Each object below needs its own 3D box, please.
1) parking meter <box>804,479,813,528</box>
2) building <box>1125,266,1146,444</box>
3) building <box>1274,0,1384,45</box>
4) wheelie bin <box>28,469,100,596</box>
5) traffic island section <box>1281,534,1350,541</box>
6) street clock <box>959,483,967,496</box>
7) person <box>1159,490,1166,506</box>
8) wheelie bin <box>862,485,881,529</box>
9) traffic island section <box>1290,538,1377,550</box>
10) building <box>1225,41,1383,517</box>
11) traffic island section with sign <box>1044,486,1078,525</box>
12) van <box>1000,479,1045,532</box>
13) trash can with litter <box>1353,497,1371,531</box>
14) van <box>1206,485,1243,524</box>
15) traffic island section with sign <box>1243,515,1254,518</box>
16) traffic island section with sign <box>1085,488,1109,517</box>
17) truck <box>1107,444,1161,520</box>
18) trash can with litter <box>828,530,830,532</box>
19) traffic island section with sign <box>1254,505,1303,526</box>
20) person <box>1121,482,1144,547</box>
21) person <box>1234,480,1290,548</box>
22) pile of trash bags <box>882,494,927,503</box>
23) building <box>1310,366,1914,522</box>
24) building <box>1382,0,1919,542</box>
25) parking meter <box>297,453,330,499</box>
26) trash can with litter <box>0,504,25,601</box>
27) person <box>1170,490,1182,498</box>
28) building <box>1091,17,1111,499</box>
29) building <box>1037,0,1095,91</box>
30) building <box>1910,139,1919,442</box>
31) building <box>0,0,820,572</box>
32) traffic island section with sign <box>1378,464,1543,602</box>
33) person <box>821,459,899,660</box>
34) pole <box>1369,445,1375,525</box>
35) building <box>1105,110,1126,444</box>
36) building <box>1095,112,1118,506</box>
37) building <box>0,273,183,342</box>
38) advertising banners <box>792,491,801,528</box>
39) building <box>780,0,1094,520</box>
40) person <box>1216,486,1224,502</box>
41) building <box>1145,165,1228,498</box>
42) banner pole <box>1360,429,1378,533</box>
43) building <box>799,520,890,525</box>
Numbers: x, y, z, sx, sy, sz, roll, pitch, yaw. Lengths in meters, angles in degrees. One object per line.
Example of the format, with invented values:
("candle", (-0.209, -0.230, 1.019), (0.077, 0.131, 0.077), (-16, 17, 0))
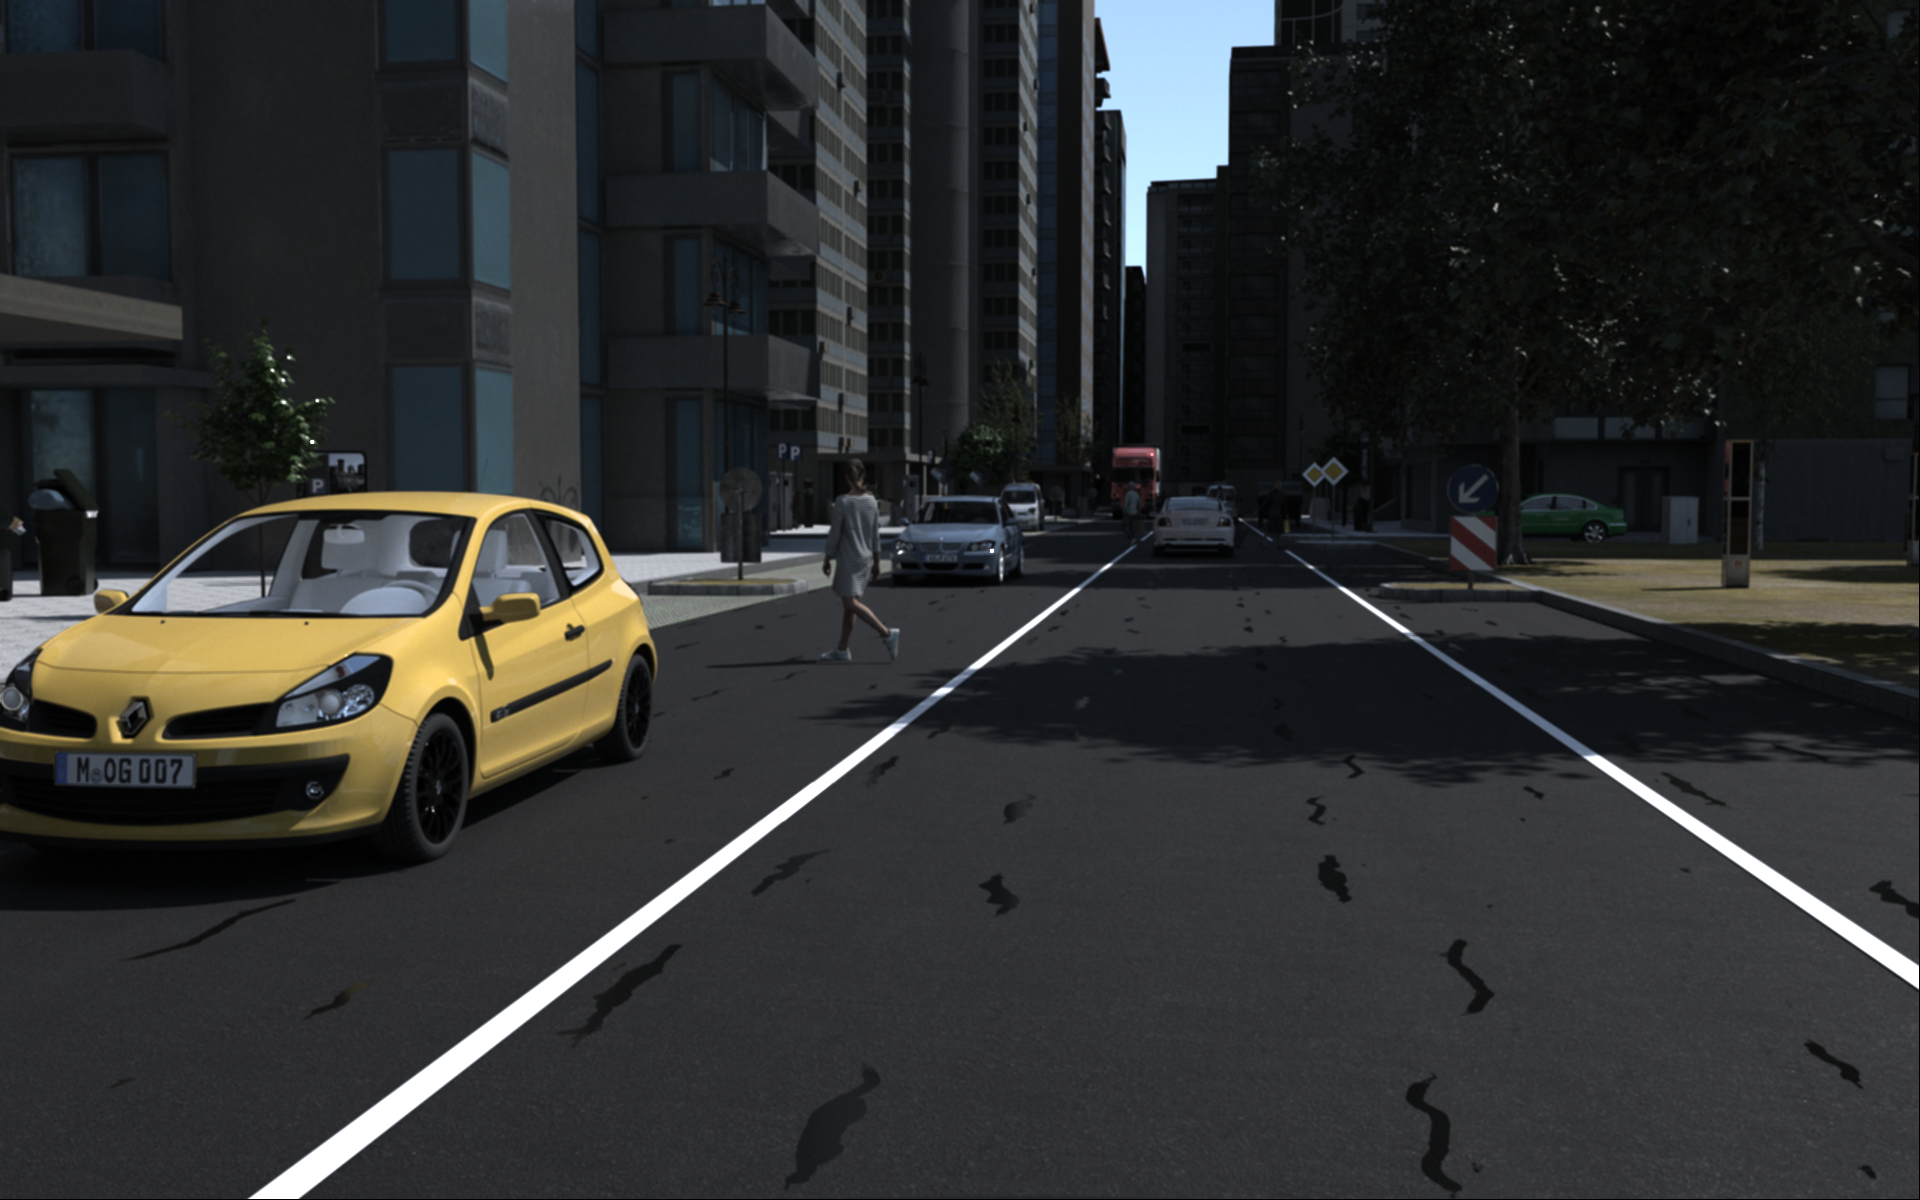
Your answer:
("parking meter", (-5.772, -3.689, 66.022), (0.255, 1.863, 0.399), (-2, 4, -24))
("building", (16.474, -27.455, 220.596), (14.107, 30.474, 14.160), (0, 4, 8))
("building", (42.913, -46.017, 190.623), (20.563, 71.187, 20.611), (0, 4, 8))
("wheelie bin", (-11.349, -0.858, 21.939), (0.693, 1.594, 0.980), (-1, 4, -13))
("traffic island section", (11.083, -1.949, 54.149), (2.009, 0.180, 2.903), (0, 4, 8))
("street clock", (0.186, -4.941, 85.353), (0.358, 2.002, 0.471), (-3, 5, -40))
("person", (17.265, -8.465, 147.625), (0.721, 1.743, 1.217), (-1, 4, -22))
("wheelie bin", (-3.352, -3.370, 63.011), (0.980, 1.594, 0.693), (-3, 5, -43))
("traffic island section", (9.975, -1.465, 46.240), (2.009, 0.180, 2.903), (0, 4, 8))
("building", (24.785, -20.987, 114.833), (14.160, 30.474, 14.107), (0, 4, 8))
("traffic island section with sign", (4.493, -4.405, 80.657), (1.989, 1.847, 2.006), (0, 4, 8))
("van", (2.315, -3.646, 66.626), (2.013, 2.044, 4.112), (0, 4, 7))
("trash can with litter", (14.003, -2.968, 59.906), (0.624, 1.170, 1.055), (-1, 4, -10))
("van", (12.815, -4.751, 84.682), (2.013, 2.044, 4.112), (1, 4, 9))
("traffic island section with sign", (18.395, -5.967, 106.187), (1.989, 1.847, 2.006), (0, 4, 8))
("traffic island section with sign", (8.272, -6.057, 107.654), (1.989, 1.847, 2.006), (0, 4, 8))
("truck", (10.095, -6.733, 99.002), (2.839, 4.237, 11.283), (1, 4, 8))
("trash can with litter", (-3.645, -2.908, 58.607), (1.678, 1.210, 2.233), (-1, 4, -12))
("traffic island section with sign", (14.582, -4.308, 79.062), (1.989, 1.847, 2.006), (0, 4, 8))
("person", (4.762, -2.350, 47.401), (0.515, 1.767, 0.782), (3, 5, 44))
("person", (7.996, -2.275, 45.906), (1.509, 1.804, 0.699), (2, 4, 29))
("pile of trash bags", (-2.960, -5.296, 96.345), (3.447, 1.369, 1.912), (-1, 4, -19))
("building", (34.388, -24.092, 85.788), (32.217, 40.220, 23.993), (0, 4, 8))
("building", (21.646, -22.820, 56.703), (14.086, 41.232, 14.154), (0, 4, 8))
("parking meter", (-9.268, -1.171, 24.855), (0.399, 1.863, 0.255), (-3, 5, -41))
("trash can with litter", (-11.489, -0.560, 20.546), (0.624, 1.170, 1.055), (-1, 4, -22))
("person", (19.356, -8.949, 154.906), (1.350, 1.814, 0.705), (0, 4, -1))
("building", (2.346, -30.877, 159.455), (22.147, 44.769, 28.867), (0, 4, 8))
("building", (3.267, -29.816, 137.607), (14.600, 45.320, 14.200), (0, 4, 8))
("building", (51.477, -28.902, 61.781), (27.495, 52.752, 28.713), (0, 4, 8))
("building", (-19.143, -25.610, 38.333), (30.456, 49.044, 23.786), (0, 4, 8))
("traffic island section with sign", (6.863, -0.938, 23.966), (1.989, 1.847, 2.006), (0, 4, 8))
("person", (-0.853, -0.342, 14.835), (0.760, 1.731, 0.466), (1, 4, 18))
("pole", (17.148, -4.786, 72.089), (0.158, 3.312, 0.155), (0, 3, 0))
("building", (11.577, -33.579, 199.124), (14.200, 45.320, 14.600), (0, 4, 8))
("building", (9.018, -30.436, 181.225), (14.154, 41.232, 14.086), (0, 4, 8))
("building", (-22.748, -25.361, 3.884), (28.713, 52.752, 27.495), (0, 4, 8))
("advertising banners", (-6.912, -4.239, 65.491), (2.074, 3.025, 0.090), (2, 4, 27))
("building", (-7.939, -25.567, 109.896), (32.217, 40.220, 23.993), (0, 4, 8))
("person", (12.184, -4.422, 80.830), (0.654, 1.822, 0.581), (1, 4, 9))
("building", (30.430, -32.703, 218.290), (14.086, 41.232, 14.154), (0, 4, 8))
("banner pole", (13.559, -4.132, 57.582), (0.401, 3.779, 0.863), (-2, 4, -29))
("building", (-17.444, -23.676, 78.979), (32.217, 40.220, 23.993), (0, 4, 8))
